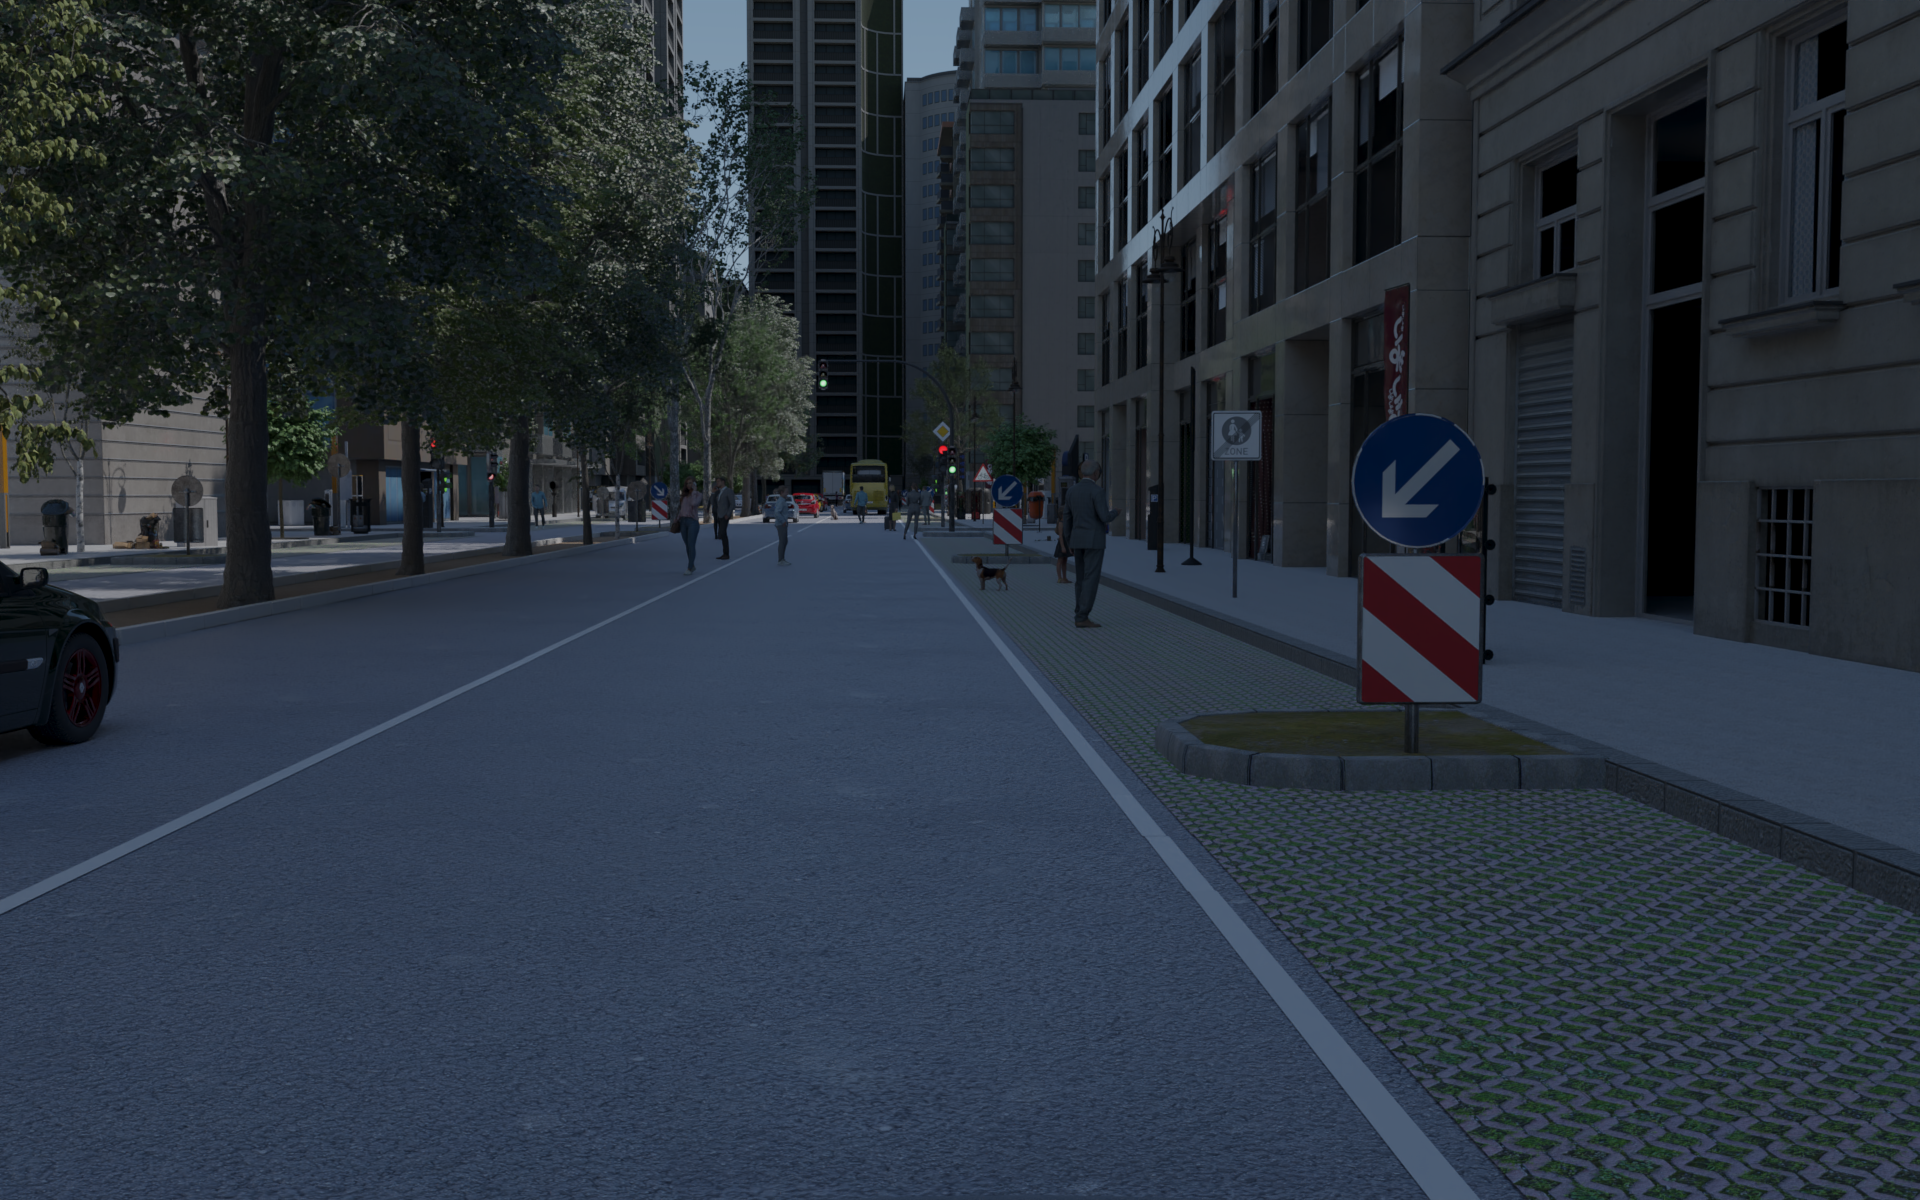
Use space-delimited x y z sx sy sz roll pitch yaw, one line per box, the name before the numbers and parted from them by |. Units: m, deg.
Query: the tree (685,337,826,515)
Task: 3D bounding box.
tree | -13.904 -12.069 116.798 9.611 12.733 9.660 0 3 0

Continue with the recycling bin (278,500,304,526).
recycling bin | -26.810 -3.478 69.412 0.722 1.027 0.722 2 4 25

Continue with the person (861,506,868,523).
person | -4.802 -4.507 86.864 0.373 1.253 0.362 0 4 -4

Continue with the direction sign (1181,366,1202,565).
direction sign | 4.189 -2.399 31.219 0.379 3.537 0.876 1 4 11

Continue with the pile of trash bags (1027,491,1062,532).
pile of trash bags | 3.859 -3.001 58.818 3.447 1.369 1.912 -2 4 -24

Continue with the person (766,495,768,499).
person | -18.209 -9.299 163.770 0.697 1.427 0.421 1 4 8

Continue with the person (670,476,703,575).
person | -4.799 -1.327 30.794 0.593 1.750 0.643 2 4 28

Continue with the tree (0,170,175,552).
tree | -19.507 -5.380 38.333 4.360 8.622 3.978 0 3 0

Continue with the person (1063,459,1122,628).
person | 1.432 -0.607 18.607 0.590 1.801 0.661 -3 5 -42

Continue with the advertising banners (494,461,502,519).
advertising banners | -24.244 -5.795 90.932 0.090 3.025 2.074 0 4 -1

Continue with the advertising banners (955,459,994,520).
advertising banners | 0.765 -5.538 86.740 2.074 3.025 0.090 1 4 16

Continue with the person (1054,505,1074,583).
person | 1.704 -0.890 27.718 0.373 1.253 0.362 3 5 39

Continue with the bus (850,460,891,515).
bus | -6.385 -8.045 123.074 2.896 3.916 12.252 0 4 -2

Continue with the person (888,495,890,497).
person | -7.683 -10.404 178.693 1.348 1.812 0.705 -2 4 -29

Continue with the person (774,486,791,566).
person | -3.567 -1.499 34.813 0.330 1.601 0.589 1 4 9

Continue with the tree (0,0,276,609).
tree | -8.945 -6.866 21.369 9.857 13.997 8.962 0 3 0

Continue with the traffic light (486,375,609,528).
traffic light | -15.787 -5.599 66.206 4.771 5.953 1.251 0 4 -3

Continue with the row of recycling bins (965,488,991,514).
row of recycling bins | 1.113 -6.442 112.438 1.069 1.692 3.534 -1 4 -16

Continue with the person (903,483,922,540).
person | -1.496 -2.798 54.529 0.520 1.790 0.573 -1 4 -21

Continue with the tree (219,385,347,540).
tree | -19.267 -4.013 49.332 4.285 4.588 4.351 0 3 0

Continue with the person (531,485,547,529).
person | -17.422 -3.868 71.757 0.660 1.820 0.620 0 4 -7

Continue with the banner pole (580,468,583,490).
banner pole | -28.315 -8.479 128.650 0.401 3.779 0.863 2 4 34

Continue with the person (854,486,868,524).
person | -4.743 -4.570 83.231 0.660 1.820 0.620 -2 4 -25

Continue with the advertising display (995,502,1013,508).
advertising display | 2.237 -5.043 87.674 0.974 1.923 0.123 0 4 3

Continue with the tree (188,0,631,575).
tree | -9.780 -6.728 30.585 7.486 12.596 7.792 0 3 0

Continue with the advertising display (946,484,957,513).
advertising display | -0.546 -6.718 115.060 0.974 1.923 0.123 -3 5 -39

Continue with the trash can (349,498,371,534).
trash can | -19.314 -2.700 55.806 0.748 1.137 0.748 0 3 0

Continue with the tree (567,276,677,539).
tree | -10.887 -6.243 54.900 4.360 8.622 3.978 0 3 0

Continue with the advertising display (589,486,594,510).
advertising display | -28.971 -8.017 136.283 0.123 1.923 0.974 3 5 43

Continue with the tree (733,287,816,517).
tree | -13.266 -12.085 106.709 9.857 13.997 8.962 0 3 0

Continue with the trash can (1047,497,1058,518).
trash can | 4.477 -4.308 82.094 0.748 1.137 0.748 0 3 0

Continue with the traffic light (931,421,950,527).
traffic light | -0.681 -4.769 66.899 0.839 4.253 0.868 0 4 -3

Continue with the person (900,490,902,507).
person | -6.250 -10.636 182.489 1.350 1.814 0.705 -1 4 -14

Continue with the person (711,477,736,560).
person | -5.208 -1.796 38.038 0.473 1.802 0.592 -1 4 -23

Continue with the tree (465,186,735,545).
tree | -10.465 -6.845 48.784 8.767 10.594 7.601 0 4 -3

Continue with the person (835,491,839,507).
person | -13.846 -11.397 195.531 0.721 1.739 1.217 1 4 9

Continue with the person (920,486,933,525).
person | -1.575 -4.378 80.183 0.635 1.810 0.391 -3 5 -39

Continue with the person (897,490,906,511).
person | -5.287 -8.558 148.553 1.348 1.807 0.705 1 4 15

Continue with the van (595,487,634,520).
van | -19.236 -5.477 96.565 2.013 2.044 4.112 0 4 -2

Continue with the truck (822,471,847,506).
truck | -15.431 -13.718 213.202 2.839 4.237 11.283 0 4 -2

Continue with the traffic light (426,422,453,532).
traffic light | -17.494 -4.231 58.096 0.839 4.253 0.868 0 4 -3

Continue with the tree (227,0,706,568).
tree | -10.236 -7.987 39.703 9.857 13.997 8.962 0 3 0

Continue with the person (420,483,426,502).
person | -17.517 -2.870 55.697 0.793 1.790 0.793 3 5 40

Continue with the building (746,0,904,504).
building | -17.962 -48.816 236.385 20.611 71.187 20.563 0 4 -3

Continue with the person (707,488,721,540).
person | -7.628 -2.838 54.672 0.659 1.850 0.755 0 4 0

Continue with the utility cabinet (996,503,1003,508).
utility cabinet | 1.913 -4.497 84.685 0.306 1.237 1.020 0 4 -1

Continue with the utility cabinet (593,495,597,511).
utility cabinet | -27.194 -7.229 129.363 0.306 1.237 1.020 0 4 0

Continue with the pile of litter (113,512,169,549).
pile of litter | -19.242 -1.632 40.645 1.176 0.858 1.719 -2 4 -34

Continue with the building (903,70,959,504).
building | 6.494 -42.531 237.382 28.212 58.520 21.231 0 4 -3

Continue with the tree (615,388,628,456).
tree | -23.525 -12.834 135.586 9.928 11.665 9.643 0 3 0

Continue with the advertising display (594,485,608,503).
advertising display | -26.552 -7.543 128.544 0.974 1.923 0.123 2 4 24

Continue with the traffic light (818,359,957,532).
traffic light | -2.388 -5.139 58.683 4.771 5.953 1.251 0 4 -3

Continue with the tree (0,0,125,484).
tree | -8.780 -3.751 14.148 4.737 8.622 4.395 0 3 0

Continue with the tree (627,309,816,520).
tree | -12.676 -10.259 95.954 9.928 11.665 9.643 0 3 0

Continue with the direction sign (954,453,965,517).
direction sign | -0.126 -6.346 95.760 0.876 3.537 0.379 2 4 26

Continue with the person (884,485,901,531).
person | -2.619 -3.592 67.440 0.699 1.804 1.509 0 4 -1

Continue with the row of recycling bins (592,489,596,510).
row of recycling bins | -26.574 -7.645 132.115 3.534 1.692 1.069 2 4 28

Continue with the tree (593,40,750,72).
tree | -12.936 -13.018 71.189 12.611 20.169 13.585 0 3 0

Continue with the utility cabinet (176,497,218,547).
utility cabinet | -18.644 -1.906 42.329 0.306 1.237 1.020 2 4 24

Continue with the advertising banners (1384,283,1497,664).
advertising banners | 3.796 -1.083 13.893 0.090 3.025 2.074 -1 4 -9
